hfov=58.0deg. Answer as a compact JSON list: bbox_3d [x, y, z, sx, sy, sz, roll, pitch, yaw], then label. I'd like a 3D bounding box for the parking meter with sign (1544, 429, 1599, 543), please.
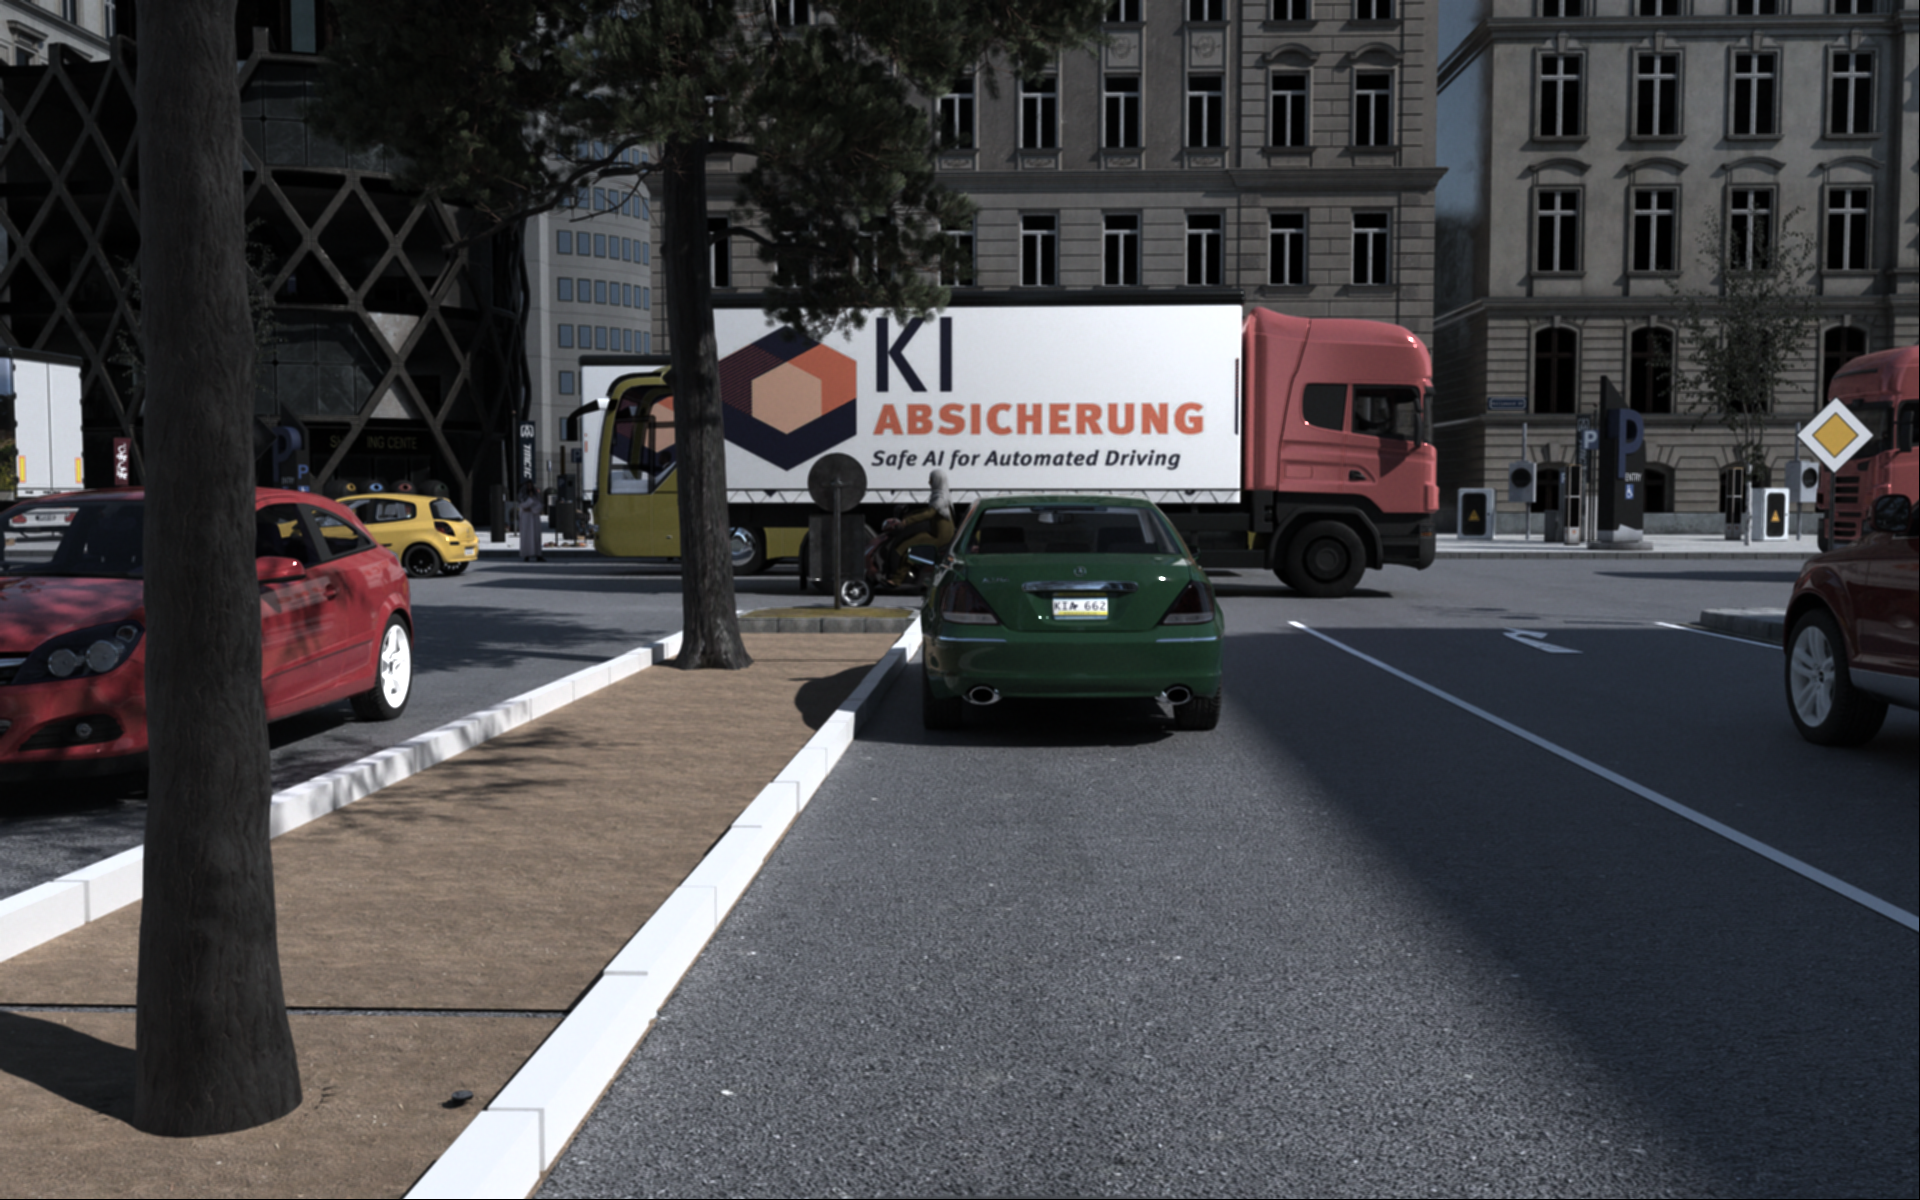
[{"bbox_3d":[16.333,-3.058,46.261,1.738,3.016,0.543,-2,4,-35],"label":"parking meter with sign"}]

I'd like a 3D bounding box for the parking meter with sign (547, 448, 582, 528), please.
[{"bbox_3d":[-14.879,-4.228,65.392,0.543,3.016,1.738,1,4,21],"label":"parking meter with sign"}]

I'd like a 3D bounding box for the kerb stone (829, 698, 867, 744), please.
[{"bbox_3d":[-0.675,0.729,10.290,0.120,0.150,1.000,0,4,2],"label":"kerb stone"}]

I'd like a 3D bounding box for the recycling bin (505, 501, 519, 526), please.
[{"bbox_3d":[-15.267,-2.902,59.999,0.722,1.027,0.722,2,4,32],"label":"recycling bin"}]

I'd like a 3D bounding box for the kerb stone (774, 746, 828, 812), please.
[{"bbox_3d":[-0.756,0.854,8.238,0.120,0.150,1.000,0,4,2],"label":"kerb stone"}]

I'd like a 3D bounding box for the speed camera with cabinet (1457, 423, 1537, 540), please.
[{"bbox_3d":[15.015,-3.309,48.432,2.038,3.252,0.660,2,4,26],"label":"speed camera with cabinet"}]

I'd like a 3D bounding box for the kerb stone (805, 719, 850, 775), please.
[{"bbox_3d":[-0.714,0.792,9.262,0.120,0.150,1.000,0,4,2],"label":"kerb stone"}]

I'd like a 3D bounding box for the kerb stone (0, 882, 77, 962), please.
[{"bbox_3d":[-2.975,1.038,5.232,0.120,0.150,1.000,0,4,2],"label":"kerb stone"}]

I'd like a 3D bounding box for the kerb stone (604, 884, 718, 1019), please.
[{"bbox_3d":[-0.879,1.042,5.160,0.120,0.150,1.000,0,4,2],"label":"kerb stone"}]

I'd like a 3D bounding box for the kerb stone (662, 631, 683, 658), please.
[{"bbox_3d":[-2.569,0.412,15.496,0.120,0.150,1.000,0,4,2],"label":"kerb stone"}]

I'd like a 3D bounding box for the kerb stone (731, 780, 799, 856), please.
[{"bbox_3d":[-0.808,0.919,7.215,0.120,0.150,1.000,0,4,2],"label":"kerb stone"}]

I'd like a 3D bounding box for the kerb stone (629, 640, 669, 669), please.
[{"bbox_3d":[-2.619,0.473,14.470,0.120,0.150,1.000,0,4,2],"label":"kerb stone"}]

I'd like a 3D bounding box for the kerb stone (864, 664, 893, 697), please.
[{"bbox_3d":[-0.596,0.602,12.354,0.120,0.150,1.000,0,4,2],"label":"kerb stone"}]

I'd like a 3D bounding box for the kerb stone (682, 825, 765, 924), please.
[{"bbox_3d":[-0.840,0.984,6.187,0.120,0.150,1.000,0,4,2],"label":"kerb stone"}]

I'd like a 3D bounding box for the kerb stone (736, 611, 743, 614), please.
[{"bbox_3d":[-2.455,0.224,18.578,0.120,0.150,1.000,0,4,2],"label":"kerb stone"}]

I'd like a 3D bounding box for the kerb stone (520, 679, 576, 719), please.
[{"bbox_3d":[-2.735,0.663,11.395,0.120,0.150,1.000,0,4,2],"label":"kerb stone"}]

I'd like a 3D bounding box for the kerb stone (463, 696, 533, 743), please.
[{"bbox_3d":[-2.778,0.723,10.372,0.120,0.150,1.000,0,4,2],"label":"kerb stone"}]

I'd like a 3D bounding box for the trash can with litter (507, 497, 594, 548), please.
[{"bbox_3d":[-9.895,-1.901,42.134,2.233,1.210,1.678,1,4,15],"label":"trash can with litter"}]

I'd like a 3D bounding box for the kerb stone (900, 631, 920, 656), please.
[{"bbox_3d":[-0.468,0.415,15.441,0.120,0.150,1.000,0,4,2],"label":"kerb stone"}]

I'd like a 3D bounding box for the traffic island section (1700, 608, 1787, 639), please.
[{"bbox_3d":[9.045,0.261,18.006,2.009,0.180,2.903,0,4,2],"label":"traffic island section"}]

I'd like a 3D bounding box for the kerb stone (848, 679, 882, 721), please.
[{"bbox_3d":[-0.630,0.665,11.327,0.120,0.150,1.000,0,4,2],"label":"kerb stone"}]

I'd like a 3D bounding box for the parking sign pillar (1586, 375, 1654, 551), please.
[{"bbox_3d":[15.206,-3.139,39.793,1.447,3.967,1.447,-3,5,-40],"label":"parking sign pillar"}]

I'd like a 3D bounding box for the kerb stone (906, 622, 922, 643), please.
[{"bbox_3d":[-0.440,0.350,16.471,0.120,0.150,1.000,0,4,2],"label":"kerb stone"}]

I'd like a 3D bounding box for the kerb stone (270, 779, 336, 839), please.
[{"bbox_3d":[-2.895,0.920,7.283,0.120,0.150,1.000,0,4,2],"label":"kerb stone"}]

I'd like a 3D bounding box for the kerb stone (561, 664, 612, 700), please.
[{"bbox_3d":[-2.696,0.598,12.421,0.120,0.150,1.000,0,4,2],"label":"kerb stone"}]

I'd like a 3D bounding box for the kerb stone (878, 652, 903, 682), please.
[{"bbox_3d":[-0.553,0.542,13.389,0.120,0.150,1.000,0,4,2],"label":"kerb stone"}]

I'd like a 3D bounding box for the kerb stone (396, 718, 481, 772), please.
[{"bbox_3d":[-2.813,0.788,9.337,0.120,0.150,1.000,0,4,2],"label":"kerb stone"}]

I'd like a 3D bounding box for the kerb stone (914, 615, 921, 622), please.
[{"bbox_3d":[-0.401,0.289,17.495,0.120,0.150,1.000,0,4,2],"label":"kerb stone"}]

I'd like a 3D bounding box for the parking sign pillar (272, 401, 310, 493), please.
[{"bbox_3d":[-19.228,-3.751,49.809,1.447,3.967,1.447,3,5,40],"label":"parking sign pillar"}]

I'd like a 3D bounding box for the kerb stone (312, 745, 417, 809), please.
[{"bbox_3d":[-2.853,0.854,8.306,0.120,0.150,1.000,0,4,2],"label":"kerb stone"}]

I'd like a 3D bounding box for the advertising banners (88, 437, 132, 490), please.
[{"bbox_3d":[-26.378,-3.468,52.882,2.074,3.025,0.090,-2,4,-35],"label":"advertising banners"}]

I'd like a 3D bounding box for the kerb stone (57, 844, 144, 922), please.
[{"bbox_3d":[-2.934,0.975,6.259,0.120,0.150,1.000,0,4,2],"label":"kerb stone"}]

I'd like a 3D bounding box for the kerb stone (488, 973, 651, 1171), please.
[{"bbox_3d":[-0.912,1.110,4.136,0.120,0.150,1.000,0,4,2],"label":"kerb stone"}]

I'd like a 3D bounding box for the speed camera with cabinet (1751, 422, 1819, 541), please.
[{"bbox_3d":[22.531,-3.245,47.392,2.038,3.252,0.660,-1,4,-23],"label":"speed camera with cabinet"}]

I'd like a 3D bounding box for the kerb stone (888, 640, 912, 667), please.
[{"bbox_3d":[-0.515,0.476,14.418,0.120,0.150,1.000,0,4,2],"label":"kerb stone"}]

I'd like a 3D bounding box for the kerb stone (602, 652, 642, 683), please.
[{"bbox_3d":[-2.656,0.542,13.445,0.120,0.150,1.000,0,4,2],"label":"kerb stone"}]

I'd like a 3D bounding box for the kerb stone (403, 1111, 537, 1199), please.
[{"bbox_3d":[-0.955,1.168,3.106,0.120,0.150,1.000,0,4,2],"label":"kerb stone"}]

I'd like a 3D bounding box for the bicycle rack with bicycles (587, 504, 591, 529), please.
[{"bbox_3d":[-12.751,-3.146,64.826,2.852,0.926,2.925,0,4,-2],"label":"bicycle rack with bicycles"}]
